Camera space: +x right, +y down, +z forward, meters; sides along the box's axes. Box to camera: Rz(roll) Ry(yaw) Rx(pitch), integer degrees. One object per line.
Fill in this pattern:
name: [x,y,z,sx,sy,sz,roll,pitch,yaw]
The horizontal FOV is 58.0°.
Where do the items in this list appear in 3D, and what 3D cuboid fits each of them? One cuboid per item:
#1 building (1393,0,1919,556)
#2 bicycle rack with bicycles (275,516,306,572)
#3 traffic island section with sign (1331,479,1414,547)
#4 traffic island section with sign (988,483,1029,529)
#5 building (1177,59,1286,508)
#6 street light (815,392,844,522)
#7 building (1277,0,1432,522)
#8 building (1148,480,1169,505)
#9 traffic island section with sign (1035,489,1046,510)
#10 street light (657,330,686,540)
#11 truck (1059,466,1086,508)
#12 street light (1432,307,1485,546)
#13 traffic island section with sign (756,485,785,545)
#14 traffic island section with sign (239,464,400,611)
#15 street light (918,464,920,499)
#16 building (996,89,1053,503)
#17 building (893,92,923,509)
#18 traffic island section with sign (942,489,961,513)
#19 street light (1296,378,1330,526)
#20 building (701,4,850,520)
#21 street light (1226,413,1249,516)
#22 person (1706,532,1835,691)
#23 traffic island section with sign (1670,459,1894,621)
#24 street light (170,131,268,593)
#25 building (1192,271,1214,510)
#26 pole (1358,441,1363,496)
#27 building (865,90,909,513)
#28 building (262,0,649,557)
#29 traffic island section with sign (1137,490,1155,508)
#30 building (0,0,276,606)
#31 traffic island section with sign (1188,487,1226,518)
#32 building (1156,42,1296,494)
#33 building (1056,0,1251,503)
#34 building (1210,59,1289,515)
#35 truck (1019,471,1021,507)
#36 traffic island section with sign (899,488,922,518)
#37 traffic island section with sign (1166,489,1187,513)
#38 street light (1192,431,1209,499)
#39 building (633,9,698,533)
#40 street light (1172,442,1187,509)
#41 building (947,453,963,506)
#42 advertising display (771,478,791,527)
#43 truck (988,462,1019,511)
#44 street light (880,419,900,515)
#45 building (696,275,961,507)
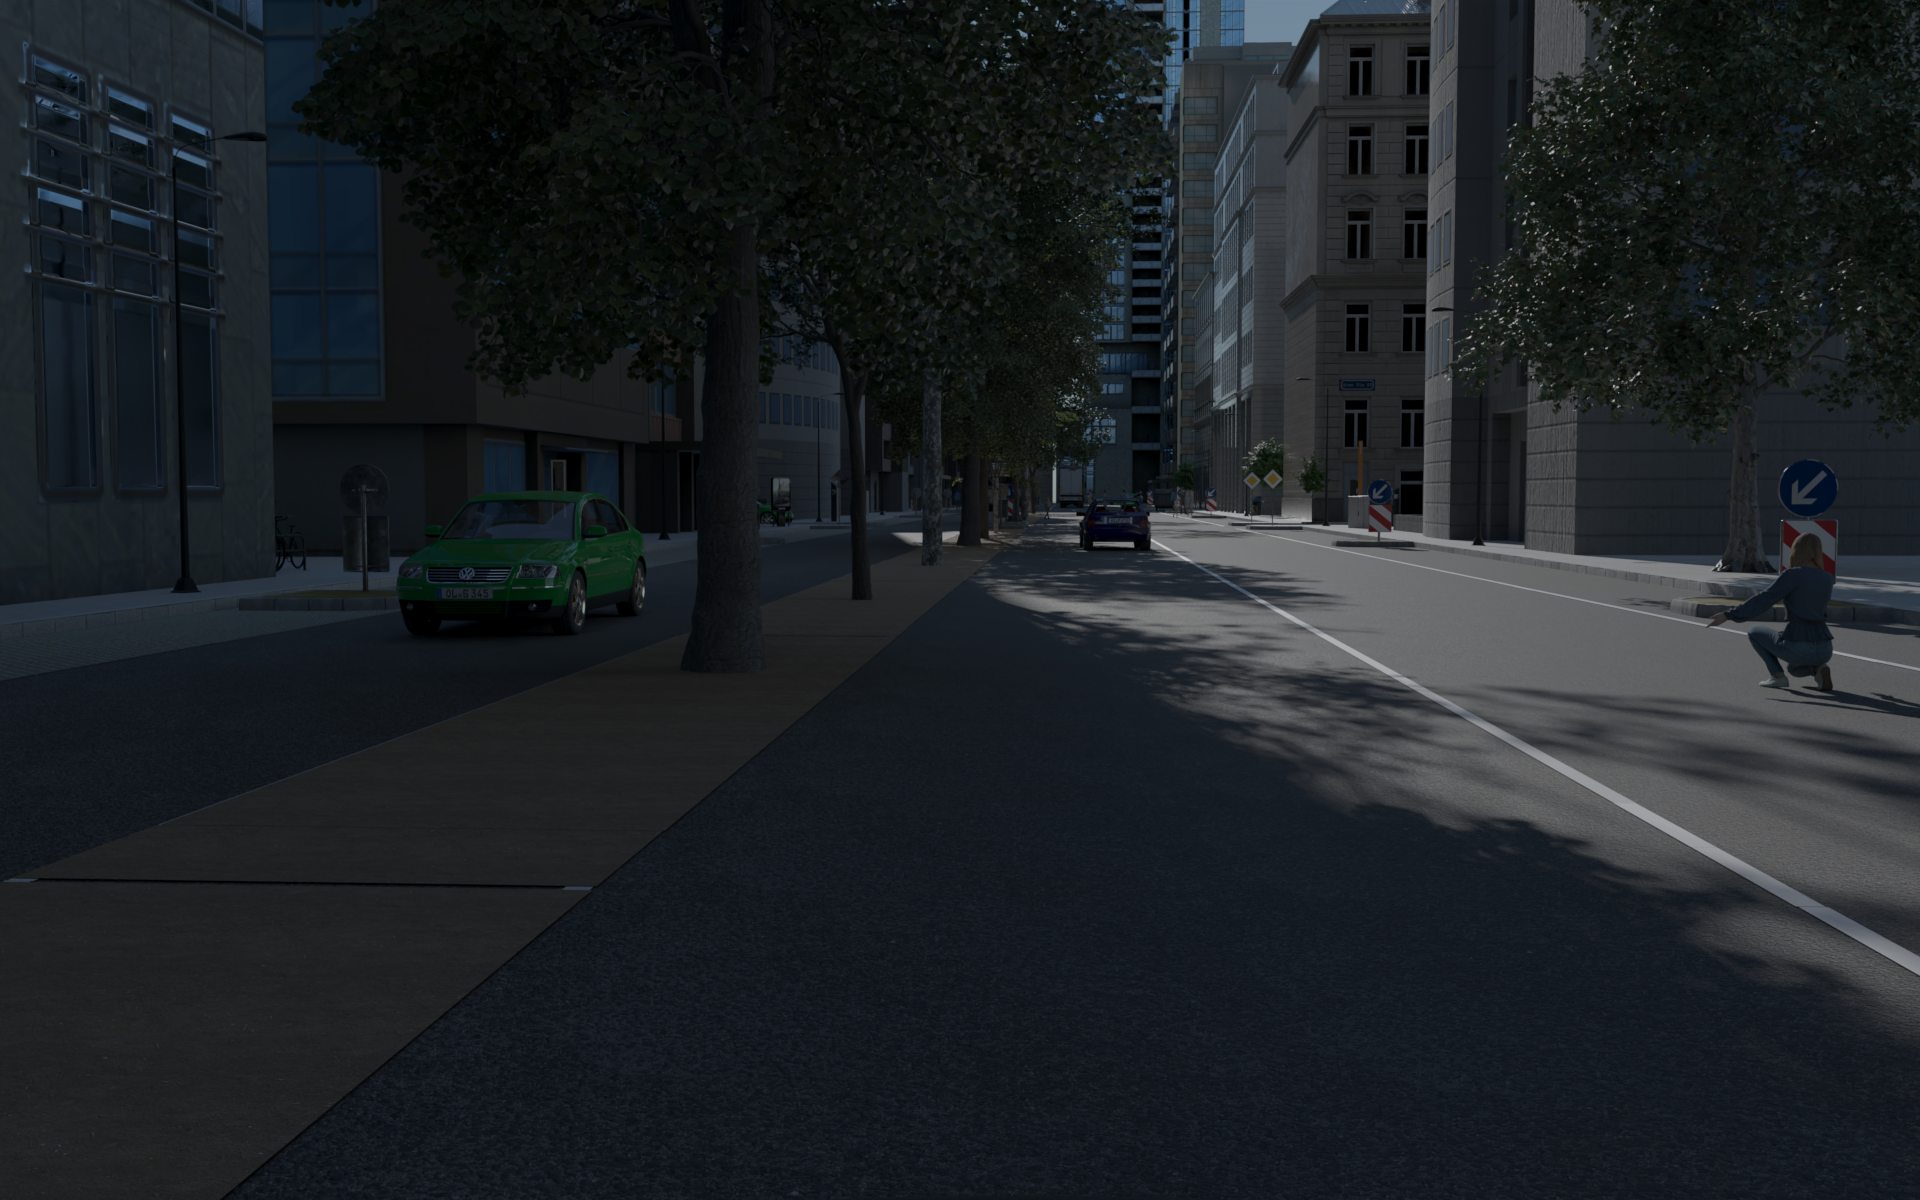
building: [24.247,-30.941,47.885,21.231,58.520,28.212,0,4,4]
bicycle rack with bicycles: [-11.967,-0.935,28.674,2.852,0.926,2.925,2,4,24]
traffic island section with sign: [11.281,-2.381,47.559,1.989,1.847,2.006,0,4,4]
traffic island section with sign: [2.128,-4.314,78.666,2.006,1.907,1.989,0,4,4]
building: [28.027,-29.559,166.889,14.154,41.232,14.086,0,4,4]
street light: [-5.930,-6.528,79.271,1.470,5.913,1.316,0,4,4]
building: [28.508,-17.476,82.989,25.104,27.353,12.463,0,4,4]
building: [39.953,-32.039,215.726,32.217,40.220,23.993,0,4,4]
traffic island section with sign: [6.830,-8.900,153.657,2.006,1.907,1.989,0,4,4]
street light: [-7.763,-4.640,48.402,1.470,5.913,1.316,0,4,4]
truck: [11.760,-11.783,181.557,2.839,4.237,11.283,0,4,5]
street light: [12.398,-4.315,43.092,1.470,5.913,1.316,0,4,4]
traffic island section with sign: [-6.057,-2.499,49.486,1.989,1.847,2.006,0,4,4]
traffic island section with sign: [-7.769,-0.820,22.039,1.989,1.847,2.006,0,4,4]
street light: [-2.582,-9.735,131.708,1.470,5.913,1.316,0,4,4]
building: [-0.667,-43.169,247.819,28.212,58.520,21.231,0,4,4]
building: [-10.120,-28.134,143.581,14.154,41.232,14.086,0,4,4]
traffic island section with sign: [-0.910,-7.504,131.324,1.989,1.847,2.006,0,4,4]
street light: [14.104,-5.909,69.147,1.470,5.913,1.316,0,4,4]
building: [-17.225,-33.654,92.237,21.231,58.520,28.212,0,4,4]
street light: [15.975,-7.778,99.717,1.470,5.913,1.316,0,4,4]
person: [6.069,0.072,12.824,1.012,1.151,0.738,0,4,-4]
traffic island section with sign: [9.584,-0.725,20.478,1.989,1.847,2.006,0,4,4]
street light: [-9.550,-3.046,22.351,1.470,5.913,1.316,0,4,4]
building: [24.718,-18.003,143.500,9.793,20.994,18.267,0,4,4]
pole: [15.348,-4.439,66.413,0.158,3.312,0.155,0,3,0]
building: [-11.280,-21.418,121.883,14.160,30.474,14.107,0,4,4]
building: [-16.088,-23.899,40.857,14.600,45.320,14.200,0,4,4]
traffic island section with sign: [19.594,-10.473,179.867,1.989,1.847,2.006,0,4,4]
building: [-20.692,-42.606,9.285,22.319,86.520,31.000,0,4,4]
traffic island section with sign: [14.756,-5.764,102.862,1.989,1.847,2.006,0,4,4]
building: [33.890,-34.798,188.557,23.786,49.044,30.456,0,4,4]
building: [29.404,-57.128,246.716,31.000,86.520,22.319,0,4,4]
building: [24.108,-20.902,119.233,11.434,29.767,29.804,0,4,4]
truck: [5.833,-12.535,193.862,2.839,4.237,11.283,0,4,5]
traffic island section with sign: [-2.606,-5.859,104.422,1.989,1.847,2.006,0,4,4]
traffic island section with sign: [16.450,-7.409,129.764,1.989,1.847,2.006,0,4,4]
street light: [17.682,-9.444,126.958,1.470,5.913,1.316,0,4,4]
building: [-22.311,-24.763,59.504,28.867,44.769,22.147,0,4,4]
street light: [19.413,-11.044,153.104,1.470,5.913,1.316,0,4,4]
building: [-6.337,-25.637,190.859,14.160,30.474,14.107,0,4,4]
advertising display: [-7.046,-3.848,68.129,0.123,1.923,0.974,3,5,40]
truck: [3.478,-9.628,146.338,2.839,4.237,11.283,0,4,5]
street light: [-4.218,-8.136,105.567,1.470,5.913,1.316,0,4,4]
building: [-11.437,-31.456,168.929,22.147,44.769,28.867,0,4,4]
